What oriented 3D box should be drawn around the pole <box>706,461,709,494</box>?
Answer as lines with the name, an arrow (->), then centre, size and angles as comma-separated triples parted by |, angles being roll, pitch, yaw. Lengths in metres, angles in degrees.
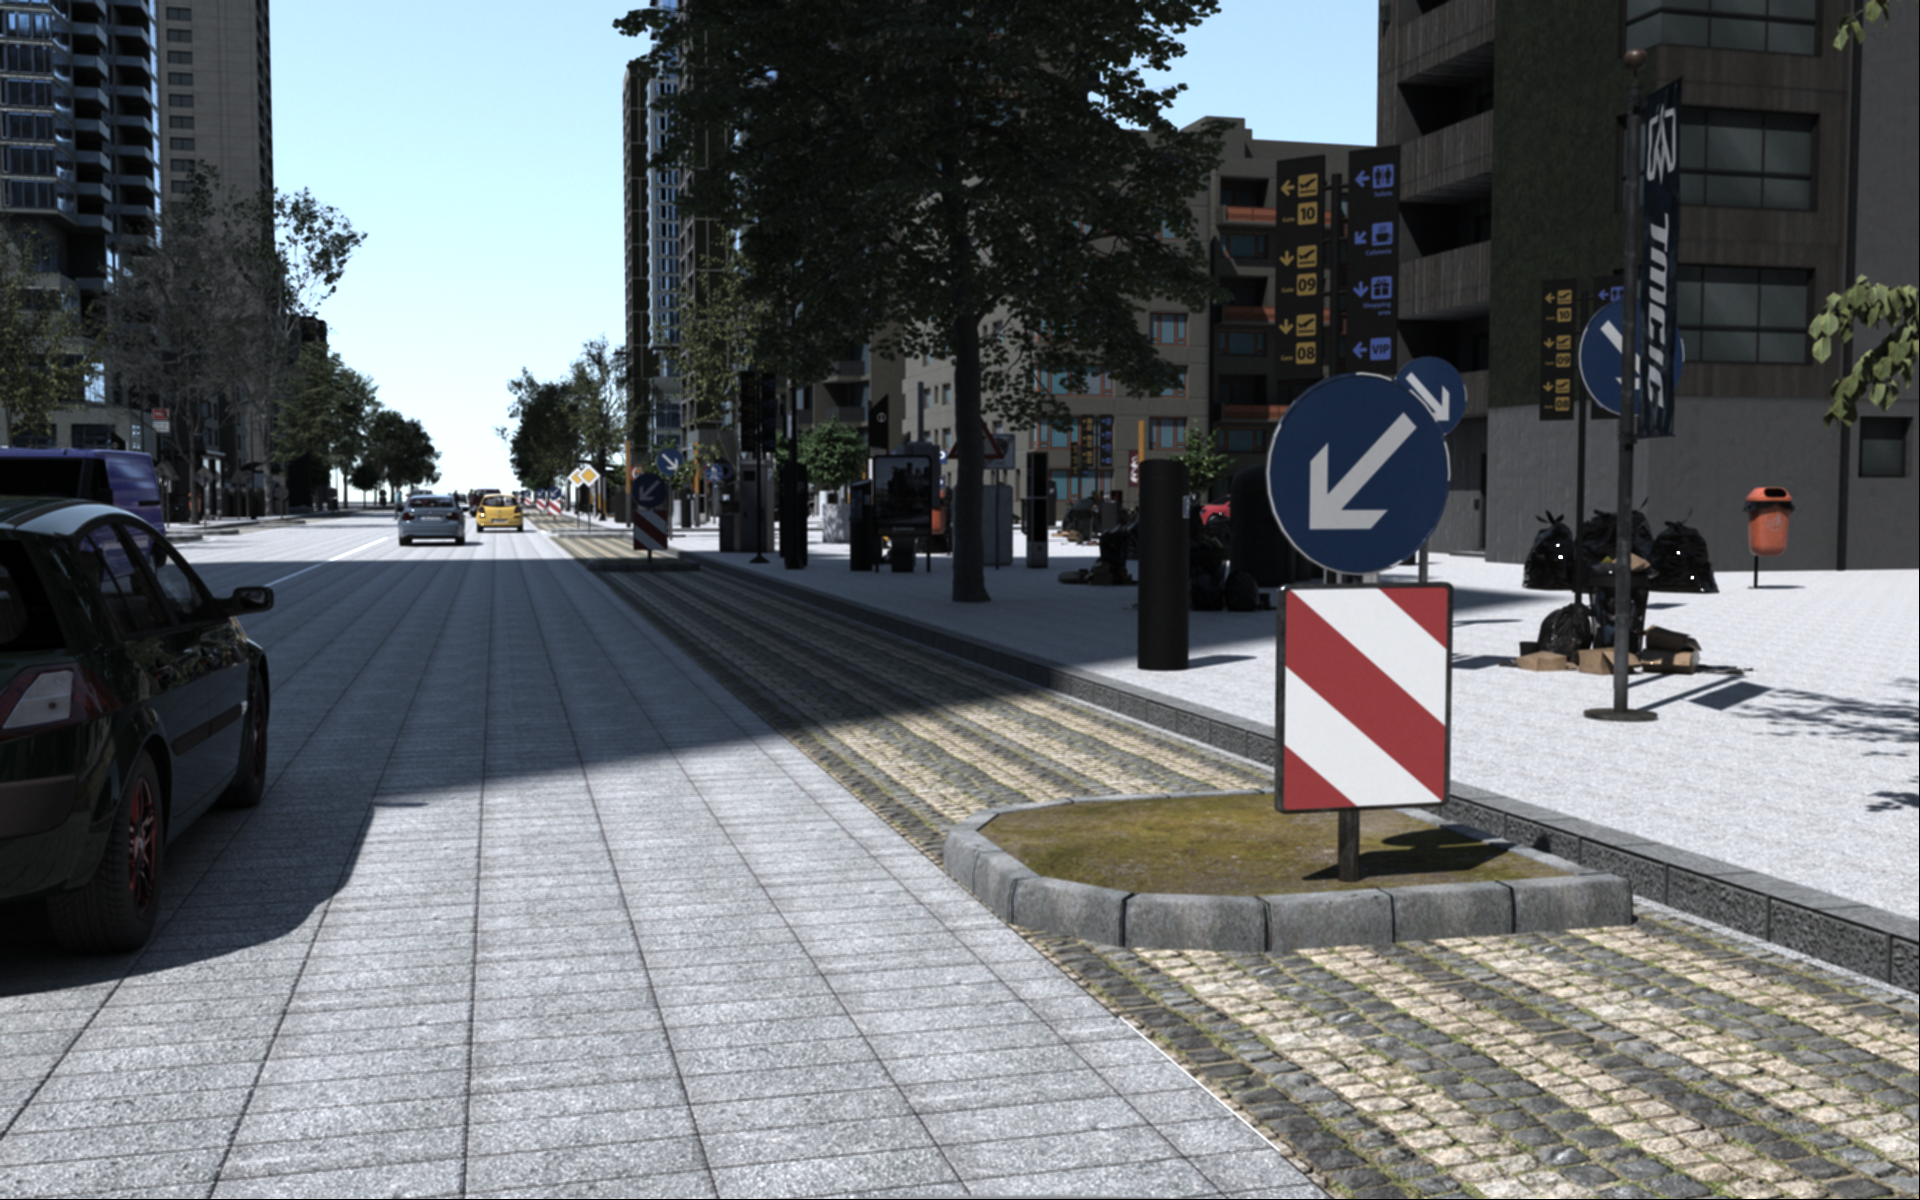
pole -> -15.469, -6.868, 106.128 | 0.158, 3.312, 0.155 | 0, 3, 0

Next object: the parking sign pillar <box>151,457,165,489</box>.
parking sign pillar -> -57.592, -8.327, 124.619 | 1.447, 3.967, 1.447 | 2, 4, 27

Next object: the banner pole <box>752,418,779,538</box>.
banner pole -> -5.645, -3.671, 50.038 | 0.863, 3.779, 0.401 | -2, 4, -33

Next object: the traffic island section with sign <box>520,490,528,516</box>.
traffic island section with sign -> -27.264, -6.330, 112.125 | 1.989, 1.847, 2.006 | -1, 4, -15

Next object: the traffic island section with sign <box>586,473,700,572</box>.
traffic island section with sign -> -6.024, -1.471, 32.674 | 1.989, 1.847, 2.006 | -1, 4, -15

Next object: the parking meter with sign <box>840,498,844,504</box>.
parking meter with sign -> -6.143, -5.882, 92.437 | 0.543, 3.016, 1.738 | 0, 4, 3

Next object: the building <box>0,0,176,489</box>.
building -> -77.058, -50.585, 139.738 | 22.319, 86.520, 31.000 | -1, 4, -15

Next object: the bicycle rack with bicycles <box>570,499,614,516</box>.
bicycle rack with bicycles -> -21.804, -5.564, 104.360 | 2.925, 0.926, 2.852 | 0, 3, 0

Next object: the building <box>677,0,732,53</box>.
building -> -22.115, -46.119, 192.292 | 20.563, 71.187, 20.611 | -1, 4, -15

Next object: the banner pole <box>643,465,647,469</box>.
banner pole -> -23.911, -8.670, 131.766 | 0.401, 3.779, 0.863 | 1, 4, 13

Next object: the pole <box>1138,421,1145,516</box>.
pole -> 5.039, -3.320, 48.127 | 0.158, 3.312, 0.155 | 0, 3, 0

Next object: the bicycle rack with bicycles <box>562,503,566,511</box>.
bicycle rack with bicycles -> -29.614, -7.373, 133.933 | 2.852, 0.926, 2.925 | -1, 4, -20

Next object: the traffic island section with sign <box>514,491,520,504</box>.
traffic island section with sign -> -40.168, -9.282, 160.388 | 1.989, 1.847, 2.006 | -1, 4, -15

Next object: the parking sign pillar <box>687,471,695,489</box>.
parking sign pillar -> -19.677, -8.515, 127.690 | 1.447, 3.967, 1.447 | 1, 4, 16

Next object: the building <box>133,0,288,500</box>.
building -> -100.552, -48.498, 231.195 | 20.563, 71.187, 20.611 | -1, 4, -15

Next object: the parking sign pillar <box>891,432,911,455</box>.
parking sign pillar -> -2.554, -5.252, 74.341 | 1.447, 3.967, 1.447 | 1, 4, 21

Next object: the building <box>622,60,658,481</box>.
building -> -46.640, -51.901, 286.830 | 20.563, 71.187, 20.611 | -1, 4, -15

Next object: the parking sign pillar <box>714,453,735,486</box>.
parking sign pillar -> -14.866, -7.391, 109.307 | 1.447, 3.967, 1.447 | -3, 4, -36

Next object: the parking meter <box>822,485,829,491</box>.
parking meter -> -8.075, -6.015, 104.049 | 0.399, 1.863, 0.255 | -3, 5, -40

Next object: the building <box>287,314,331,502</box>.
building -> -108.211, -30.773, 274.841 | 14.160, 30.474, 14.107 | -1, 4, -15

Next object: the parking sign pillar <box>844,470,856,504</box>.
parking sign pillar -> -5.114, -5.655, 80.929 | 1.447, 3.967, 1.447 | -1, 4, -13

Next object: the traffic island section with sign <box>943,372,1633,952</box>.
traffic island section with sign -> 1.006, 0.138, 6.371 | 1.989, 1.847, 2.006 | -1, 4, -15

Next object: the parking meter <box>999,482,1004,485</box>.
parking meter -> 1.770, -4.288, 75.815 | 0.399, 1.863, 0.255 | 0, 4, -5

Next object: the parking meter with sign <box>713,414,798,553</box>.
parking meter with sign -> -4.466, -2.556, 38.047 | 1.738, 3.016, 0.543 | 1, 4, 21

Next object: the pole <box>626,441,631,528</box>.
pole -> -12.704, -4.432, 66.313 | 0.158, 3.312, 0.155 | 0, 3, 0

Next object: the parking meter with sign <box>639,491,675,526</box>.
parking meter with sign -> -12.265, -4.498, 69.798 | 0.543, 3.016, 1.738 | 2, 4, 26

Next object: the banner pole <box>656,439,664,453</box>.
banner pole -> -13.557, -5.401, 78.327 | 0.401, 3.779, 0.863 | 1, 4, 19

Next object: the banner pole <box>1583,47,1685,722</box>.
banner pole -> 3.792, -1.197, 9.596 | 0.401, 3.779, 0.863 | 0, 4, 0

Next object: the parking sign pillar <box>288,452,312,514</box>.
parking sign pillar -> -42.228, -7.478, 110.735 | 1.447, 3.967, 1.447 | -1, 4, -12

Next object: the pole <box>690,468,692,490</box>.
pole -> -16.159, -6.766, 104.467 | 0.158, 3.312, 0.155 | 0, 3, 0

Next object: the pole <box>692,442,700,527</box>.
pole -> -10.244, -4.503, 67.462 | 0.158, 3.312, 0.155 | 0, 3, 0

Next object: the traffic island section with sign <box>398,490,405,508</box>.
traffic island section with sign -> -59.539, -10.725, 183.988 | 1.989, 1.847, 2.006 | -1, 4, -15

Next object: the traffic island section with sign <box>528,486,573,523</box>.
traffic island section with sign -> -20.167, -4.705, 85.562 | 1.989, 1.847, 2.006 | -1, 4, -15

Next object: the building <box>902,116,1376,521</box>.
building -> 13.922, -15.486, 98.238 | 28.899, 21.520, 27.650 | -1, 4, -15

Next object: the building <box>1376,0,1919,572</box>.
building -> 16.179, -16.146, 35.685 | 14.160, 30.474, 14.107 | -1, 4, -15

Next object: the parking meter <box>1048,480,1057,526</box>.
parking meter -> 3.632, -3.864, 68.888 | 0.399, 1.863, 0.255 | -1, 4, -12

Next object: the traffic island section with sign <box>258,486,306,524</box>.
traffic island section with sign -> -32.638, -4.573, 83.398 | 1.989, 1.847, 2.006 | -1, 4, -15

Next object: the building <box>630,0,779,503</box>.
building -> -38.409, -58.026, 261.402 | 22.319, 86.520, 31.000 | -1, 4, -15

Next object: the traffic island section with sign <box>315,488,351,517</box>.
traffic island section with sign -> -39.610, -6.166, 109.440 | 1.989, 1.847, 2.006 | -1, 4, -15

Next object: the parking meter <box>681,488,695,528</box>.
parking meter -> -10.343, -3.486, 65.405 | 0.372, 1.533, 0.369 | 0, 3, 0

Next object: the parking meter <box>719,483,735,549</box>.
parking meter -> -5.444, -1.963, 40.502 | 0.372, 1.533, 0.369 | 0, 3, 0

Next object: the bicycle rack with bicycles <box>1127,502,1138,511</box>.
bicycle rack with bicycles -> 13.924, -7.740, 139.937 | 2.852, 0.926, 2.925 | 2, 4, 28

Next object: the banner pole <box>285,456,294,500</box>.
banner pole -> -44.145, -7.592, 114.149 | 0.863, 3.779, 0.401 | -1, 4, -16

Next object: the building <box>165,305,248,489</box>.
building -> -86.982, -19.901, 170.422 | 27.650, 21.520, 28.899 | -1, 4, -15

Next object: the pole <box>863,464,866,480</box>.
pole -> -5.810, -6.828, 105.481 | 0.158, 3.312, 0.155 | 0, 3, 0

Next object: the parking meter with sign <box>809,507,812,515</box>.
parking meter with sign -> -9.286, -6.614, 104.401 | 1.738, 3.016, 0.543 | -1, 4, -11

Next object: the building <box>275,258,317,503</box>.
building -> -112.076, -34.326, 253.111 | 32.217, 40.220, 23.993 | -1, 4, -15

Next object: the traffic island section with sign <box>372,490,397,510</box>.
traffic island section with sign -> -52.571, -9.133, 157.945 | 1.989, 1.847, 2.006 | -1, 4, -15

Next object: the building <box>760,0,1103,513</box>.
building -> -2.610, -28.792, 125.368 | 22.147, 44.769, 28.867 | -1, 4, -15

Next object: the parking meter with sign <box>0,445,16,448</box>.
parking meter with sign -> -33.607, -3.947, 60.796 | 0.543, 3.016, 1.738 | -1, 4, -16

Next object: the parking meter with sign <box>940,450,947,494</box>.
parking meter with sign -> -0.805, -4.394, 68.109 | 0.543, 3.016, 1.738 | 0, 4, 2

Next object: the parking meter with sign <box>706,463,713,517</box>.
parking meter with sign -> -13.545, -6.184, 97.363 | 0.543, 3.016, 1.738 | 2, 4, 27
